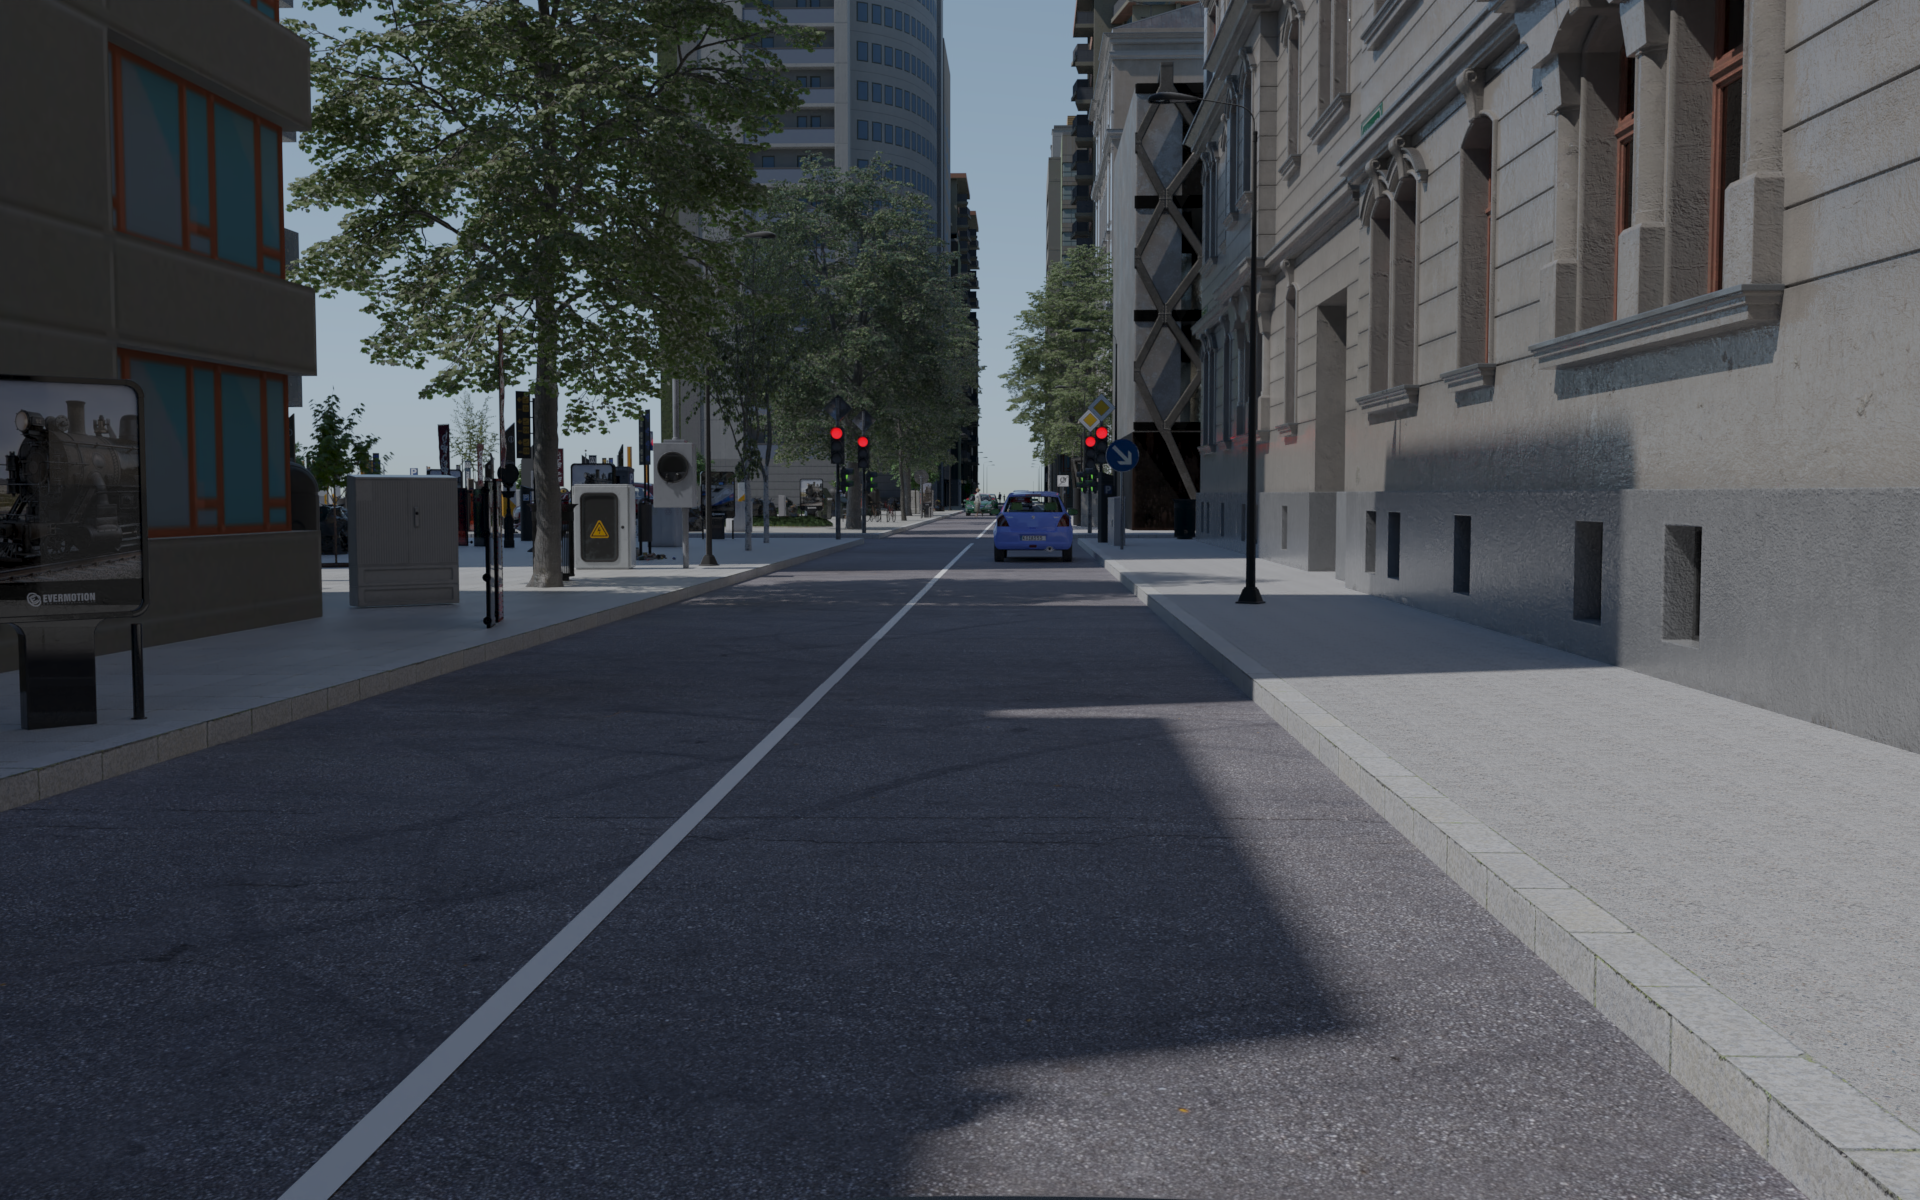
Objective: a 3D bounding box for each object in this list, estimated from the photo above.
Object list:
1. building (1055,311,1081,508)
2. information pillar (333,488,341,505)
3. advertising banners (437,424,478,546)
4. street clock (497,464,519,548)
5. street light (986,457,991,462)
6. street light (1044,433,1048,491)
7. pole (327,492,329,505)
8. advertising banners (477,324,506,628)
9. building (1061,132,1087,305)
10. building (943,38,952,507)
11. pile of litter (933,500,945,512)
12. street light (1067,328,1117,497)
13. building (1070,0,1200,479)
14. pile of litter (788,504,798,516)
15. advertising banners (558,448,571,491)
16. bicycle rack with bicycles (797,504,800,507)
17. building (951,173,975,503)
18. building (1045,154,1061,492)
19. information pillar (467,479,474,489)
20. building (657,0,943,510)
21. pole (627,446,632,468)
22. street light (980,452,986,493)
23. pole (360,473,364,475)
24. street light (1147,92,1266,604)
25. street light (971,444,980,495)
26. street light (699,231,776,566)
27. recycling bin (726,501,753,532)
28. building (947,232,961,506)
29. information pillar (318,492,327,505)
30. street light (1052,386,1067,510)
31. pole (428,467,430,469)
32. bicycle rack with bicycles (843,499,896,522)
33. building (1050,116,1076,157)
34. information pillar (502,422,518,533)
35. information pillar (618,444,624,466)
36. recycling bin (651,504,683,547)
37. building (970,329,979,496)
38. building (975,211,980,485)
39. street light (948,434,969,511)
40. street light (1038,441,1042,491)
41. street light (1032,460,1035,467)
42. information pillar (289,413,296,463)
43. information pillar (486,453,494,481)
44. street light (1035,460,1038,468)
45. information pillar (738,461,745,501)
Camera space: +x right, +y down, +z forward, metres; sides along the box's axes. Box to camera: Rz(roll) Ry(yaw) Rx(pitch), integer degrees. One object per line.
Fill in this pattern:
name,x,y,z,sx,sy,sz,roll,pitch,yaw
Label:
building,23.855,-20.326,177.369,27.650,21.520,28.899,0,4,2
information pillar,-36.602,-6.750,101.710,0.183,3.616,0.504,3,4,39
advertising banners,-12.296,-2.849,42.763,2.074,3.025,0.090,3,5,41
street clock,-10.751,-2.243,41.245,0.358,2.002,0.471,3,5,43
street light,2.758,-14.927,216.598,1.470,5.913,1.316,0,4,2
street light,5.768,-7.973,102.892,1.470,5.913,1.316,0,4,2
pole,-39.182,-6.930,107.148,0.158,3.312,0.155,0,3,0
advertising banners,-4.654,-1.296,17.372,0.090,3.025,2.074,-1,4,-9
building,18.502,-31.488,198.426,14.154,41.232,14.086,0,4,2
building,-8.106,-31.698,168.373,14.600,45.320,14.200,0,4,2
pile of litter,-1.836,-6.903,126.830,1.719,0.858,1.176,-2,4,-24
street light,3.825,-4.647,48.519,1.470,5.913,1.316,0,4,2
building,20.610,-30.117,147.030,22.147,44.769,28.867,0,4,2
pile of litter,-7.667,-3.854,76.972,1.176,0.858,1.719,1,4,10
advertising banners,-14.666,-4.285,66.250,2.074,3.025,0.090,-3,4,-37
bicycle rack with bicycles,-9.255,-6.150,113.936,2.852,0.926,2.925,3,5,42
building,-9.794,-35.233,230.678,22.147,44.769,28.867,0,4,2
building,22.518,-37.480,236.498,21.300,48.544,21.600,0,4,2
information pillar,-23.452,-4.805,83.057,0.304,2.012,0.304,-1,4,-22
building,-12.538,-36.947,146.078,21.231,58.520,28.212,0,4,2
pole,-14.146,-4.916,74.213,0.158,3.312,0.155,0,3,0
street light,1.848,-13.340,190.649,1.470,5.913,1.316,0,4,2
pole,-29.562,-5.616,85.660,0.158,3.312,0.155,0,3,0
street light,2.869,-2.914,20.178,1.470,5.913,1.316,0,4,2
street light,0.862,-11.573,161.751,1.470,5.913,1.316,0,4,2
street light,-3.951,-3.564,30.810,1.470,5.913,1.316,0,4,2
recycling bin,-7.515,-2.837,58.941,0.722,1.027,0.722,-2,4,-27
building,-7.143,-26.066,197.886,14.160,30.474,14.107,0,4,2
information pillar,-34.290,-6.218,93.025,0.504,3.616,0.183,-1,4,-9
street light,4.782,-6.217,74.197,1.470,5.913,1.316,0,4,2
pole,-39.424,-8.246,128.662,0.158,3.312,0.155,0,3,0
bicycle rack with bicycles,-4.241,-4.024,79.180,2.852,0.926,2.925,-1,4,-11
building,24.904,-44.876,275.715,21.231,58.520,28.212,0,4,2
information pillar,-14.692,-3.981,56.438,0.504,3.616,0.183,-3,5,-44
information pillar,-15.829,-5.480,80.952,0.183,3.616,0.504,1,4,11
recycling bin,-7.156,-1.809,42.124,0.722,1.027,0.722,1,4,9
building,-4.200,-31.208,281.956,14.160,30.474,14.107,0,4,2
building,-8.289,-37.039,260.206,22.147,44.769,28.867,0,4,2
street light,-0.225,-9.837,133.378,1.470,5.913,1.316,0,4,2
street light,6.845,-9.696,131.075,1.470,5.913,1.316,0,4,2
street light,9.592,-14.408,208.117,1.470,5.913,1.316,0,4,2
information pillar,-19.507,-3.605,50.292,0.504,3.616,0.183,0,4,5
information pillar,-26.433,-6.516,97.894,0.183,3.616,0.504,0,4,1
street light,7.540,-10.962,151.776,1.470,5.913,1.316,0,4,2
information pillar,-15.555,-8.059,123.114,0.504,3.616,0.183,-1,4,-17
